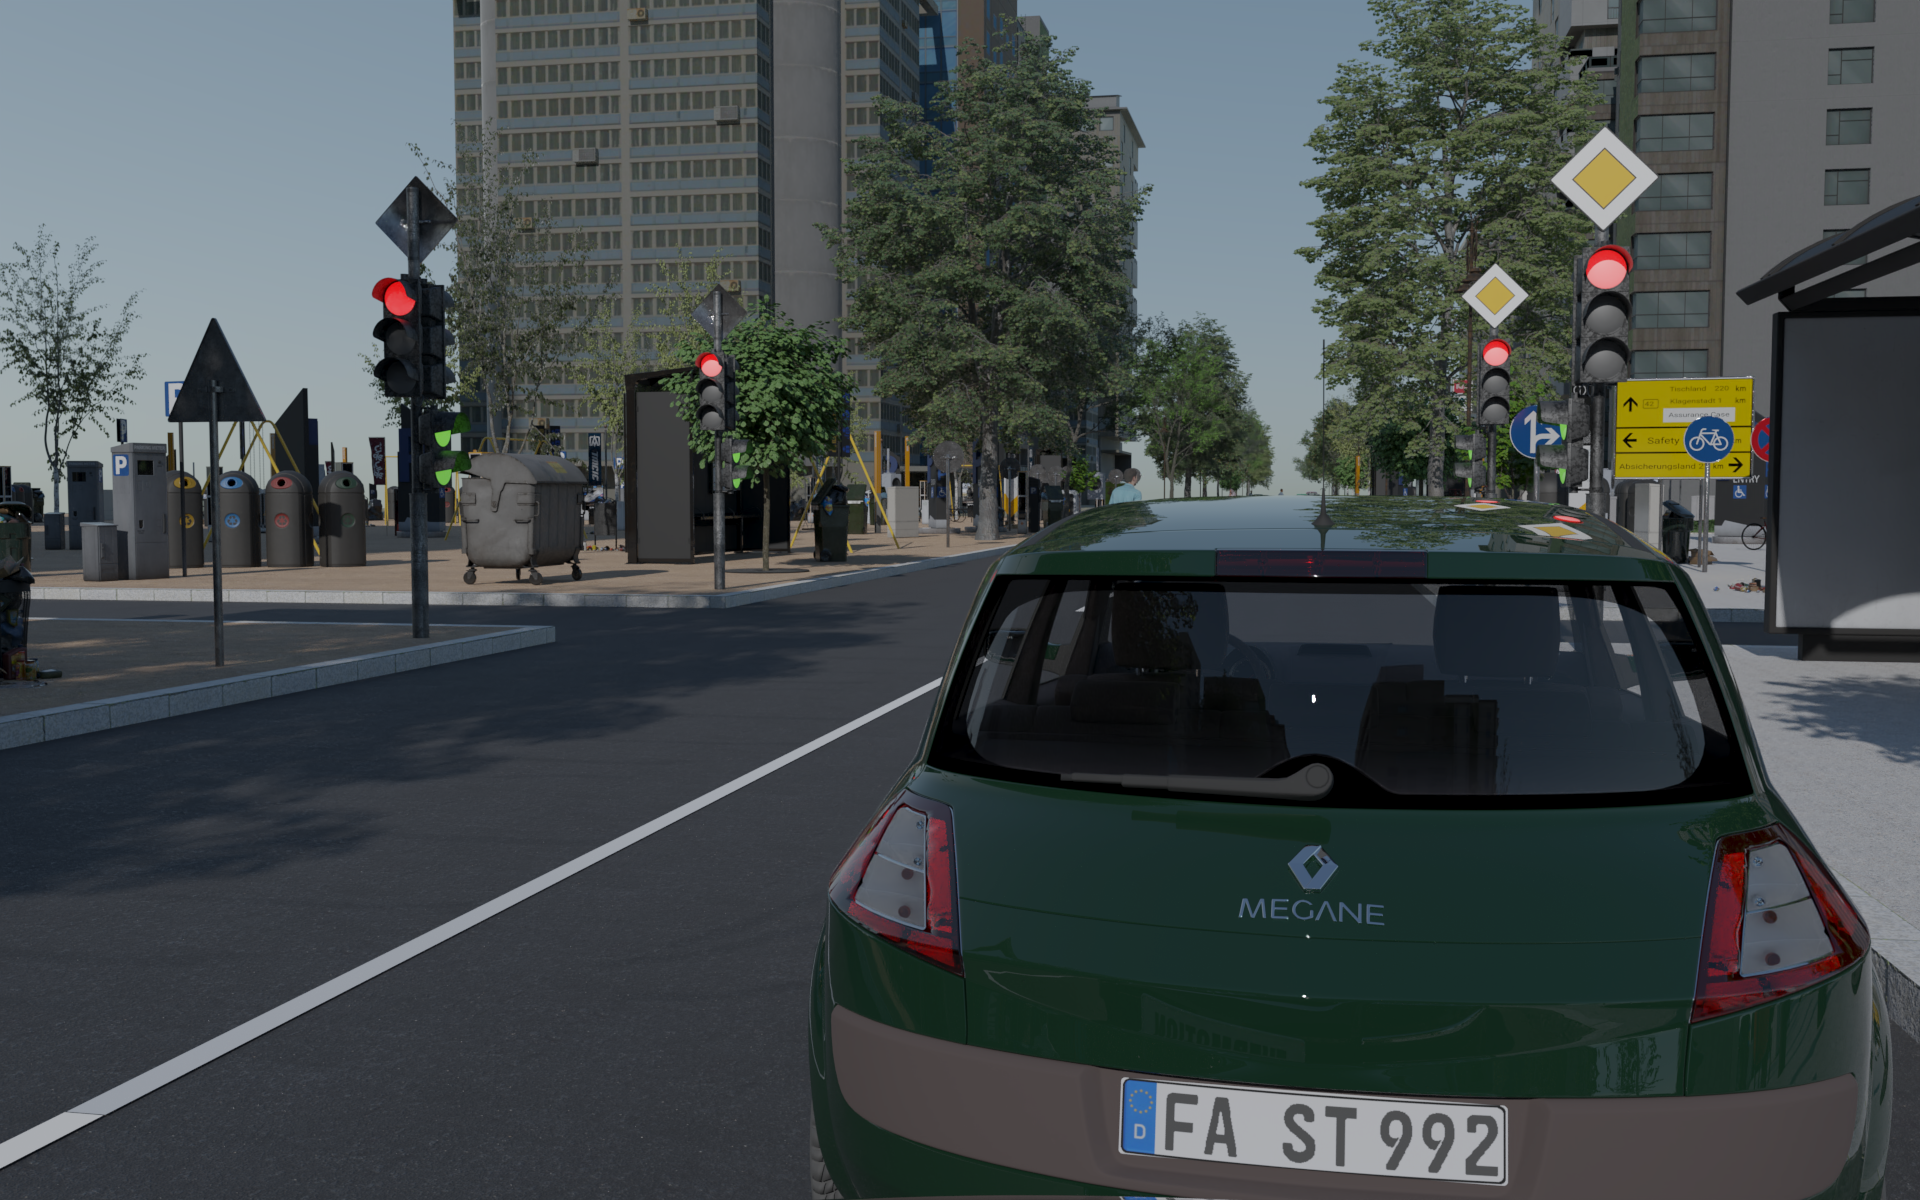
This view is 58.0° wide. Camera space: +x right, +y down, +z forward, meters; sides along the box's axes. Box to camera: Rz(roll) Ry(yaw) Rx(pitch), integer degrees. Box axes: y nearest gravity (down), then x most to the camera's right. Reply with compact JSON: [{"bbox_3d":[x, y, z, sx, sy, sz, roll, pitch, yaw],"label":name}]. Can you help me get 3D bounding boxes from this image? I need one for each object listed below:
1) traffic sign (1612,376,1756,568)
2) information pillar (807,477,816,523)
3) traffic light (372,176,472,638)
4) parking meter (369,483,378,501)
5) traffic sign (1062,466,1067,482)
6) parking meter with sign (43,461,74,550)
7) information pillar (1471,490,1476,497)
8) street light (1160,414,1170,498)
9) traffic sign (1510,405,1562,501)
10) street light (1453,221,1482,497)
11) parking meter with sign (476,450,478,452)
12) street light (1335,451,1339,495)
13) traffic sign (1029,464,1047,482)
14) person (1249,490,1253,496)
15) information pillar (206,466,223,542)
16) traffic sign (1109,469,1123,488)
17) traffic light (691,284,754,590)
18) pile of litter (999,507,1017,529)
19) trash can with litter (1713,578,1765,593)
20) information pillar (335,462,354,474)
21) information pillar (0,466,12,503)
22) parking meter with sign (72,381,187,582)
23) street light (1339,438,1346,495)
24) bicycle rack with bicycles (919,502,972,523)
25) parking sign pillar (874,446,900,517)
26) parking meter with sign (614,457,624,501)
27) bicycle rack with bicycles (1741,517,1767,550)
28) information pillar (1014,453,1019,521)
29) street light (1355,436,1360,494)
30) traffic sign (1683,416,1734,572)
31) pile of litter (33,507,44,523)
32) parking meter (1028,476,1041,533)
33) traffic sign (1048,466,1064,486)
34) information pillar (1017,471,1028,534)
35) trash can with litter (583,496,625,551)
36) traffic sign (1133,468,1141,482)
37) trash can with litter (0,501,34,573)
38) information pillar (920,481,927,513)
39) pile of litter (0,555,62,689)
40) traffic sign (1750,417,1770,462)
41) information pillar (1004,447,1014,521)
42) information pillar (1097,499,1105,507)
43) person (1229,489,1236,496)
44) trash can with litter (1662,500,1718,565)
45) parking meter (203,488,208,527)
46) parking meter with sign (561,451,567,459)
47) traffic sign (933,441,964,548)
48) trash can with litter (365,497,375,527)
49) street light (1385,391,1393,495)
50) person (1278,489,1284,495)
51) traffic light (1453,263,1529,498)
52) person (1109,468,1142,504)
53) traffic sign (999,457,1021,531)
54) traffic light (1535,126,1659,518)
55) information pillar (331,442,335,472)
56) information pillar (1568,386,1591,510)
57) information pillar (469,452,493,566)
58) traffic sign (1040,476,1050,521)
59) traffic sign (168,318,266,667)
[{"bbox_3d":[12.602,-2.224,30.238,2.265,3.308,0.079,1,4,19],"label":"traffic sign"},{"bbox_3d":[-6.498,-4.368,75.913,0.304,2.012,0.304,-2,4,-33],"label":"information pillar"},{"bbox_3d":[-4.800,-1.616,15.350,0.839,4.253,0.868,1,4,11],"label":"traffic light"},{"bbox_3d":[-31.384,-5.318,92.658,0.399,1.863,0.255,-1,4,-9],"label":"parking meter"},{"bbox_3d":[4.861,-4.768,78.060,0.768,2.556,0.104,1,4,14],"label":"traffic sign"},{"bbox_3d":[-20.171,-2.671,39.933,1.738,3.016,0.543,-1,4,-11],"label":"parking meter with sign"},{"bbox_3d":[21.585,-4.983,72.823,0.183,3.616,0.504,0,4,-3],"label":"information pillar"},{"bbox_3d":[11.664,-7.702,98.707,0.468,5.910,1.993,1,4,11],"label":"street light"},{"bbox_3d":[8.260,-1.511,24.817,0.768,2.556,0.104,1,4,16],"label":"traffic sign"},{"bbox_3d":[8.711,-3.477,29.634,0.468,5.910,1.993,1,4,11],"label":"street light"},{"bbox_3d":[-18.504,-4.483,69.563,1.738,3.016,0.543,-1,4,-16],"label":"parking meter with sign"},{"bbox_3d":[37.018,-12.008,169.117,0.468,5.910,1.993,1,4,11],"label":"street light"},{"bbox_3d":[3.308,-4.510,73.852,0.768,2.556,0.104,1,4,15],"label":"traffic sign"},{"bbox_3d":[30.734,-10.648,182.684,0.705,1.814,1.350,3,5,42],"label":"person"},{"bbox_3d":[-19.782,-2.540,46.018,0.304,2.012,0.304,2,4,26],"label":"information pillar"},{"bbox_3d":[7.940,-5.395,88.320,0.768,2.556,0.104,1,4,16],"label":"traffic sign"},{"bbox_3d":[-3.215,-2.095,23.177,0.839,4.253,0.868,1,4,11],"label":"traffic light"},{"bbox_3d":[1.708,-3.092,64.525,1.176,0.858,1.719,2,4,25],"label":"pile of litter"},{"bbox_3d":[10.800,-0.721,22.845,1.678,1.210,2.233,0,4,8],"label":"trash can with litter"},{"bbox_3d":[-14.140,-2.161,39.830,0.304,2.012,0.304,3,5,43],"label":"information pillar"},{"bbox_3d":[-24.890,-2.481,45.061,0.304,2.012,0.304,0,4,8],"label":"information pillar"},{"bbox_3d":[-12.355,-1.821,26.031,0.543,3.016,1.738,1,4,23],"label":"parking meter with sign"},{"bbox_3d":[30.314,-10.003,136.339,0.468,5.910,1.993,1,4,11],"label":"street light"},{"bbox_3d":[-0.850,-3.978,78.428,2.925,0.926,2.852,-2,4,-25],"label":"bicycle rack with bicycles"},{"bbox_3d":[-3.615,-5.965,86.003,1.447,3.967,1.447,0,4,-5],"label":"parking sign pillar"},{"bbox_3d":[-15.996,-5.309,83.058,0.543,3.016,1.738,1,4,11],"label":"parking meter with sign"},{"bbox_3d":[19.562,-1.562,38.921,2.852,0.926,2.925,-2,4,-27],"label":"bicycle rack with bicycles"},{"bbox_3d":[2.548,-5.503,81.330,0.504,3.616,0.183,-2,4,-24],"label":"information pillar"},{"bbox_3d":[23.723,-8.015,103.826,0.468,5.910,1.993,1,4,11],"label":"street light"},{"bbox_3d":[12.197,-1.724,28.286,0.768,2.556,0.104,1,4,13],"label":"traffic sign"},{"bbox_3d":[-41.759,-3.876,77.340,1.719,0.858,1.176,-3,4,-38],"label":"pile of litter"},{"bbox_3d":[2.479,-3.169,57.519,0.399,1.863,0.255,1,4,17],"label":"parking meter"},{"bbox_3d":[4.272,-4.724,77.337,0.768,2.556,0.104,1,4,17],"label":"traffic sign"},{"bbox_3d":[2.008,-3.126,55.596,0.304,2.012,0.304,0,4,7],"label":"information pillar"},{"bbox_3d":[-7.689,-1.721,39.199,2.233,1.210,1.678,1,4,9],"label":"trash can with litter"},{"bbox_3d":[8.439,-5.158,84.434,0.768,2.556,0.104,1,4,18],"label":"traffic sign"},{"bbox_3d":[-14.722,-0.946,26.855,0.624,1.170,1.055,-2,4,-27],"label":"trash can with litter"},{"bbox_3d":[-2.024,-5.634,96.602,0.304,2.012,0.304,2,4,27],"label":"information pillar"},{"bbox_3d":[-6.886,0.123,11.948,1.176,0.858,1.719,-2,4,-32],"label":"pile of litter"},{"bbox_3d":[13.254,-1.719,28.212,0.768,2.556,0.104,1,4,12],"label":"traffic sign"},{"bbox_3d":[2.209,-5.450,80.455,0.183,3.616,0.504,2,4,31],"label":"information pillar"},{"bbox_3d":[6.609,-4.695,81.250,0.304,2.012,0.304,2,4,30],"label":"information pillar"},{"bbox_3d":[15.455,-5.461,98.455,0.551,1.740,0.621,3,5,40],"label":"person"},{"bbox_3d":[13.386,-1.247,31.778,0.624,1.170,1.055,-2,4,-35],"label":"trash can with litter"},{"bbox_3d":[-29.733,-3.679,68.559,0.372,1.533,0.369,0,3,0],"label":"parking meter"},{"bbox_3d":[-16.397,-4.504,69.895,0.543,3.016,1.738,0,4,5],"label":"parking meter with sign"},{"bbox_3d":[-0.288,-2.532,41.505,0.768,2.556,0.104,1,4,15],"label":"traffic sign"},{"bbox_3d":[-23.864,-3.478,67.921,1.678,1.210,2.233,3,5,41],"label":"trash can with litter"},{"bbox_3d":[15.260,-5.449,61.883,0.468,5.910,1.993,1,4,11],"label":"street light"},{"bbox_3d":[23.356,-7.172,125.743,0.705,1.826,1.348,-2,4,-26],"label":"person"},{"bbox_3d":[6.503,-1.976,21.233,0.839,4.253,0.868,1,4,11],"label":"traffic light"},{"bbox_3d":[2.452,-1.080,26.177,0.660,1.820,0.620,3,4,37],"label":"person"},{"bbox_3d":[1.727,-3.679,60.251,0.768,2.556,0.104,1,4,15],"label":"traffic sign"},{"bbox_3d":[4.918,-1.498,13.406,0.839,4.253,0.868,1,4,11],"label":"traffic light"},{"bbox_3d":[-28.230,-5.301,78.024,0.183,3.616,0.504,-1,4,-10],"label":"information pillar"},{"bbox_3d":[10.700,-2.348,29.742,0.504,3.616,0.183,1,4,13],"label":"information pillar"},{"bbox_3d":[-8.417,-1.591,30.508,0.304,2.012,0.304,2,4,28],"label":"information pillar"},{"bbox_3d":[3.838,-5.039,82.389,0.884,2.594,0.081,1,4,20],"label":"traffic sign"},{"bbox_3d":[-5.510,-0.784,12.816,0.884,2.594,0.081,1,4,19],"label":"traffic sign"}]
